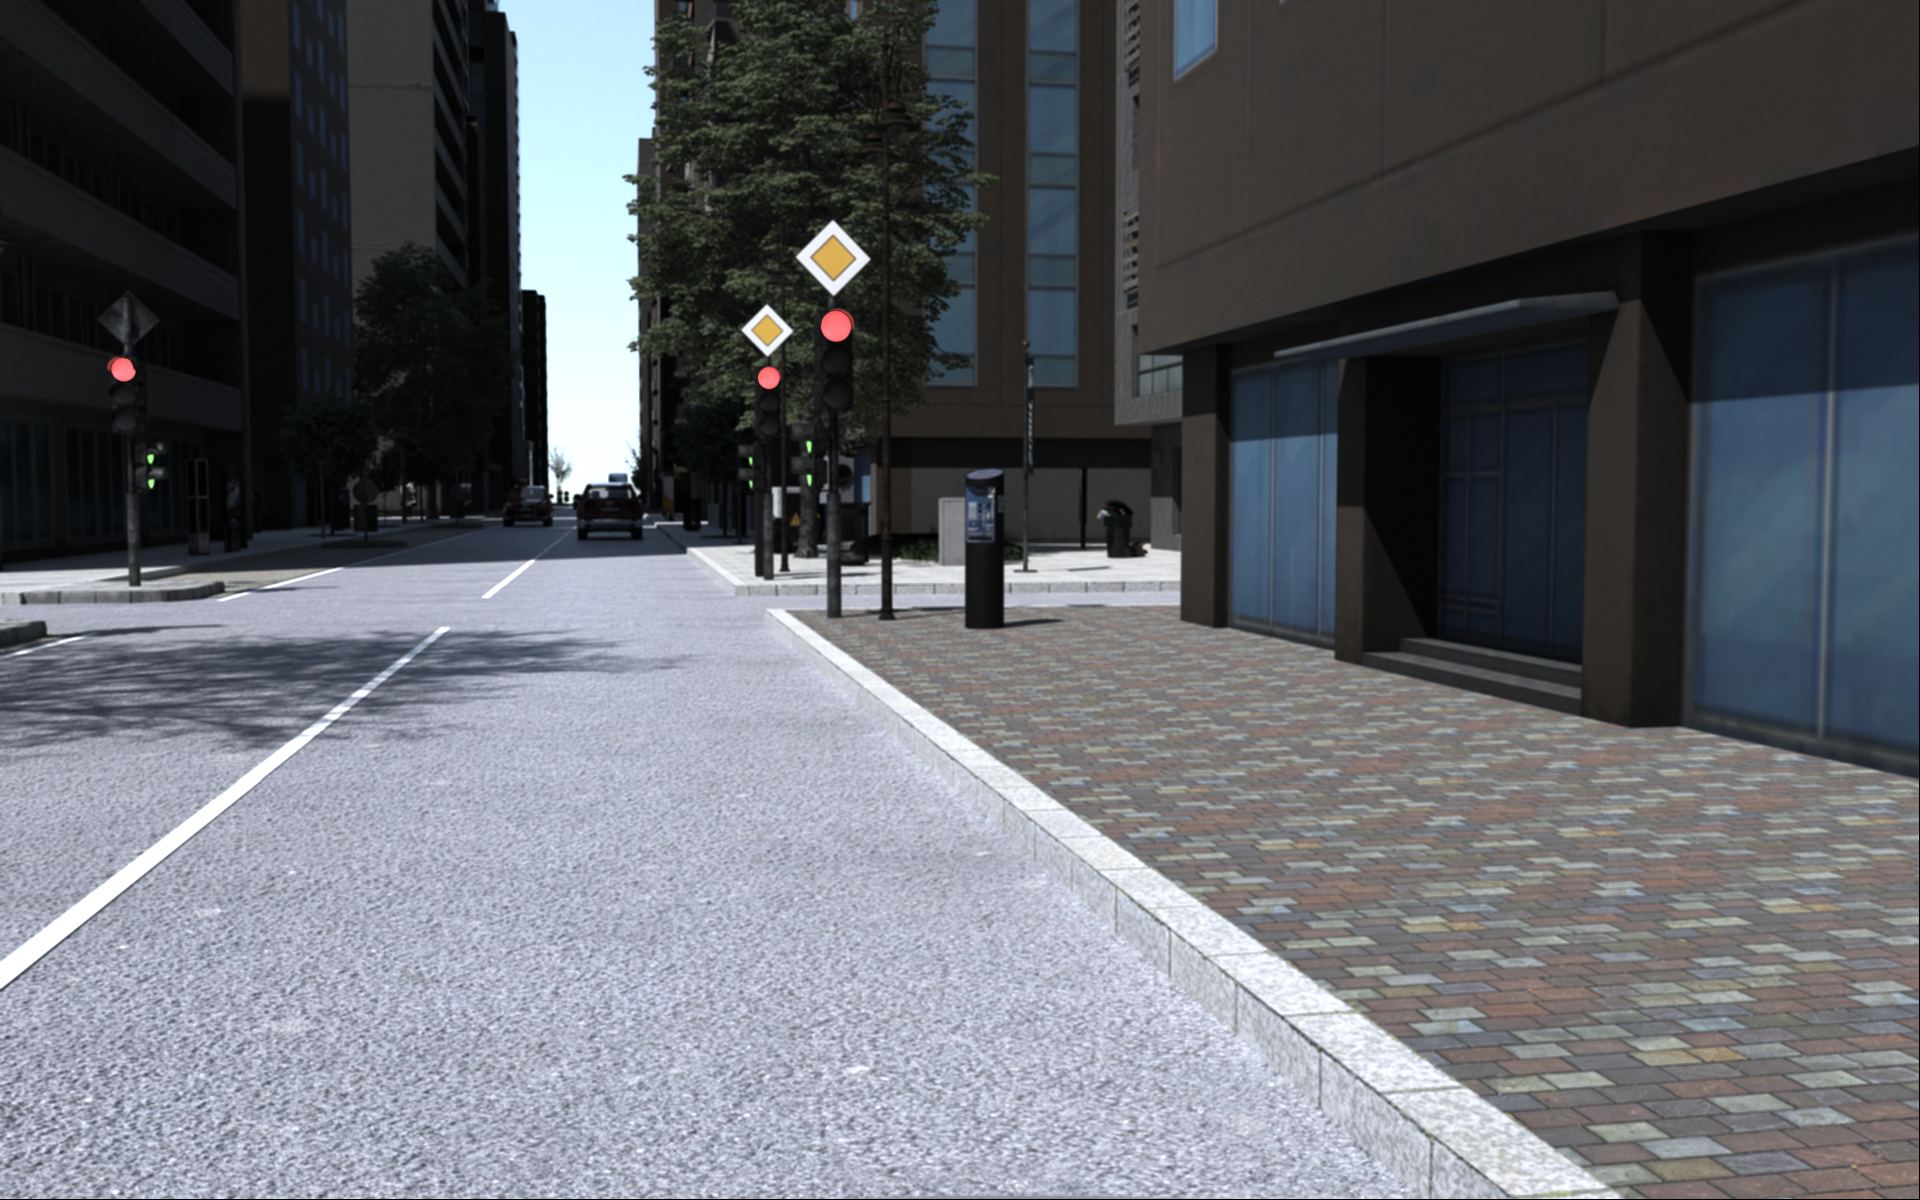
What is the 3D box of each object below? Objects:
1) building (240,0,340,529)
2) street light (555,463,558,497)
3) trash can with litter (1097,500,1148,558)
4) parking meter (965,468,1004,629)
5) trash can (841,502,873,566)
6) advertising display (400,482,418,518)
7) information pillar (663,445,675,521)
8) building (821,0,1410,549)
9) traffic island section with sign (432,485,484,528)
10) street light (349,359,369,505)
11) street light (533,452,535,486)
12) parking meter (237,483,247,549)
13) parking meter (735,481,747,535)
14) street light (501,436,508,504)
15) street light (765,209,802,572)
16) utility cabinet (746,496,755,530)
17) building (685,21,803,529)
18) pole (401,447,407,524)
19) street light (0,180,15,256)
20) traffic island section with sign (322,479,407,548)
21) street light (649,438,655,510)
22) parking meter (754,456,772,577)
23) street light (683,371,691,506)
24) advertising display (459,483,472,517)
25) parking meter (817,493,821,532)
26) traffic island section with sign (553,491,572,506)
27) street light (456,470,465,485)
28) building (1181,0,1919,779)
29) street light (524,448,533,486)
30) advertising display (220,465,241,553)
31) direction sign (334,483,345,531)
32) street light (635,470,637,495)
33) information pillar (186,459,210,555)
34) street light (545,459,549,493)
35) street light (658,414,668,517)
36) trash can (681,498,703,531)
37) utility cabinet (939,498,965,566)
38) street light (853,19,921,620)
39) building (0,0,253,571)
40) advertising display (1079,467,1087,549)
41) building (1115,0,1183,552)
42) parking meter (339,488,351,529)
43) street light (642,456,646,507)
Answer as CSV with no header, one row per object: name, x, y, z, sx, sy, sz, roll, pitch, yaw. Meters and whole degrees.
building,-32.276,-25.533,67.574,14.600,45.320,14.200,-1,4,-11
street light,-58.218,-16.968,250.208,0.468,5.910,1.993,-1,4,-11
trash can with litter,3.306,-1.447,35.043,0.624,1.170,1.055,3,5,41
parking meter,0.236,-0.499,16.576,0.372,1.533,0.369,0,3,0
trash can,-1.937,-1.183,31.003,0.748,1.137,0.748,0,3,0
advertising display,-29.991,-5.445,94.246,0.974,1.923,0.123,1,4,13
information pillar,-13.740,-5.528,81.732,0.504,3.616,0.183,0,4,2
building,3.038,-24.448,49.835,14.600,45.320,14.200,-1,4,-11
traffic island section with sign,-21.159,-3.938,73.007,1.989,1.847,2.006,-1,4,-11
street light,-20.539,-5.294,59.345,0.468,5.910,1.993,-1,4,-11
street light,-44.439,-12.705,180.520,0.468,5.910,1.993,-1,4,-11
parking meter,-17.035,-1.985,40.870,0.372,1.533,0.369,0,3,0
parking meter,-6.794,-2.936,53.712,0.255,1.863,0.399,-2,4,-24
street light,-35.277,-9.866,134.101,0.468,5.910,1.993,-1,4,-11
street light,-2.897,-3.405,28.457,0.468,5.910,1.993,-1,4,-11
utility cabinet,-7.562,-3.142,62.532,0.306,1.237,1.020,-1,4,-23
building,1.847,-14.394,80.388,27.650,21.520,28.899,-1,4,-11
pole,-24.209,-4.987,75.382,0.158,3.312,0.155,0,3,0
street light,-13.542,-3.132,23.996,0.468,5.910,1.993,-1,4,-11
traffic island section with sign,-15.920,-2.311,46.409,1.989,1.847,2.006,-1,4,-11
street light,-24.667,-10.153,138.789,0.468,5.910,1.993,-1,4,-11
parking meter,-3.064,-1.301,26.989,0.255,1.863,0.399,-1,4,-10
street light,-10.002,-5.576,63.959,0.468,5.910,1.993,-1,4,-11
advertising display,-27.797,-5.636,97.361,0.123,1.923,0.974,2,4,23
parking meter,-4.020,-2.413,47.861,0.372,1.533,0.369,0,3,0
traffic island section with sign,-46.878,-11.905,203.272,1.989,1.847,2.006,-1,4,-11
street light,-28.354,-7.716,98.940,0.468,5.910,1.993,-1,4,-11
building,9.956,-22.065,10.866,14.600,45.320,14.200,-1,4,-11
street light,-42.134,-11.983,168.712,0.468,5.910,1.993,-1,4,-11
advertising display,-16.122,-2.025,38.317,0.123,1.923,0.974,0,4,-5
direction sign,-21.708,-4.185,60.417,0.379,3.537,0.876,0,4,-3
street light,-40.944,-15.162,220.689,0.468,5.910,1.993,-1,4,-11
information pillar,-15.985,-1.947,36.333,0.304,2.012,0.304,2,4,27
street light,-51.251,-14.823,215.140,0.468,5.910,1.993,-1,4,-11
street light,-17.876,-8.035,104.160,0.468,5.910,1.993,-1,4,-11
trash can,-9.316,-2.969,60.188,0.748,1.137,0.748,0,3,0
utility cabinet,0.141,-1.219,31.094,1.020,1.237,0.306,-1,4,-16
street light,-0.745,-2.735,17.506,0.468,5.910,1.993,-1,4,-11
building,-28.242,-25.140,34.744,21.300,48.544,21.600,-1,4,-11
advertising display,2.917,-2.194,41.081,0.123,1.923,0.974,0,4,1
building,11.662,-21.425,33.900,14.086,41.232,14.154,-1,4,-11
parking meter,-22.696,-3.393,63.887,0.372,1.533,0.369,0,3,0
street light,-31.631,-12.273,173.457,0.468,5.910,1.993,-1,4,-11
